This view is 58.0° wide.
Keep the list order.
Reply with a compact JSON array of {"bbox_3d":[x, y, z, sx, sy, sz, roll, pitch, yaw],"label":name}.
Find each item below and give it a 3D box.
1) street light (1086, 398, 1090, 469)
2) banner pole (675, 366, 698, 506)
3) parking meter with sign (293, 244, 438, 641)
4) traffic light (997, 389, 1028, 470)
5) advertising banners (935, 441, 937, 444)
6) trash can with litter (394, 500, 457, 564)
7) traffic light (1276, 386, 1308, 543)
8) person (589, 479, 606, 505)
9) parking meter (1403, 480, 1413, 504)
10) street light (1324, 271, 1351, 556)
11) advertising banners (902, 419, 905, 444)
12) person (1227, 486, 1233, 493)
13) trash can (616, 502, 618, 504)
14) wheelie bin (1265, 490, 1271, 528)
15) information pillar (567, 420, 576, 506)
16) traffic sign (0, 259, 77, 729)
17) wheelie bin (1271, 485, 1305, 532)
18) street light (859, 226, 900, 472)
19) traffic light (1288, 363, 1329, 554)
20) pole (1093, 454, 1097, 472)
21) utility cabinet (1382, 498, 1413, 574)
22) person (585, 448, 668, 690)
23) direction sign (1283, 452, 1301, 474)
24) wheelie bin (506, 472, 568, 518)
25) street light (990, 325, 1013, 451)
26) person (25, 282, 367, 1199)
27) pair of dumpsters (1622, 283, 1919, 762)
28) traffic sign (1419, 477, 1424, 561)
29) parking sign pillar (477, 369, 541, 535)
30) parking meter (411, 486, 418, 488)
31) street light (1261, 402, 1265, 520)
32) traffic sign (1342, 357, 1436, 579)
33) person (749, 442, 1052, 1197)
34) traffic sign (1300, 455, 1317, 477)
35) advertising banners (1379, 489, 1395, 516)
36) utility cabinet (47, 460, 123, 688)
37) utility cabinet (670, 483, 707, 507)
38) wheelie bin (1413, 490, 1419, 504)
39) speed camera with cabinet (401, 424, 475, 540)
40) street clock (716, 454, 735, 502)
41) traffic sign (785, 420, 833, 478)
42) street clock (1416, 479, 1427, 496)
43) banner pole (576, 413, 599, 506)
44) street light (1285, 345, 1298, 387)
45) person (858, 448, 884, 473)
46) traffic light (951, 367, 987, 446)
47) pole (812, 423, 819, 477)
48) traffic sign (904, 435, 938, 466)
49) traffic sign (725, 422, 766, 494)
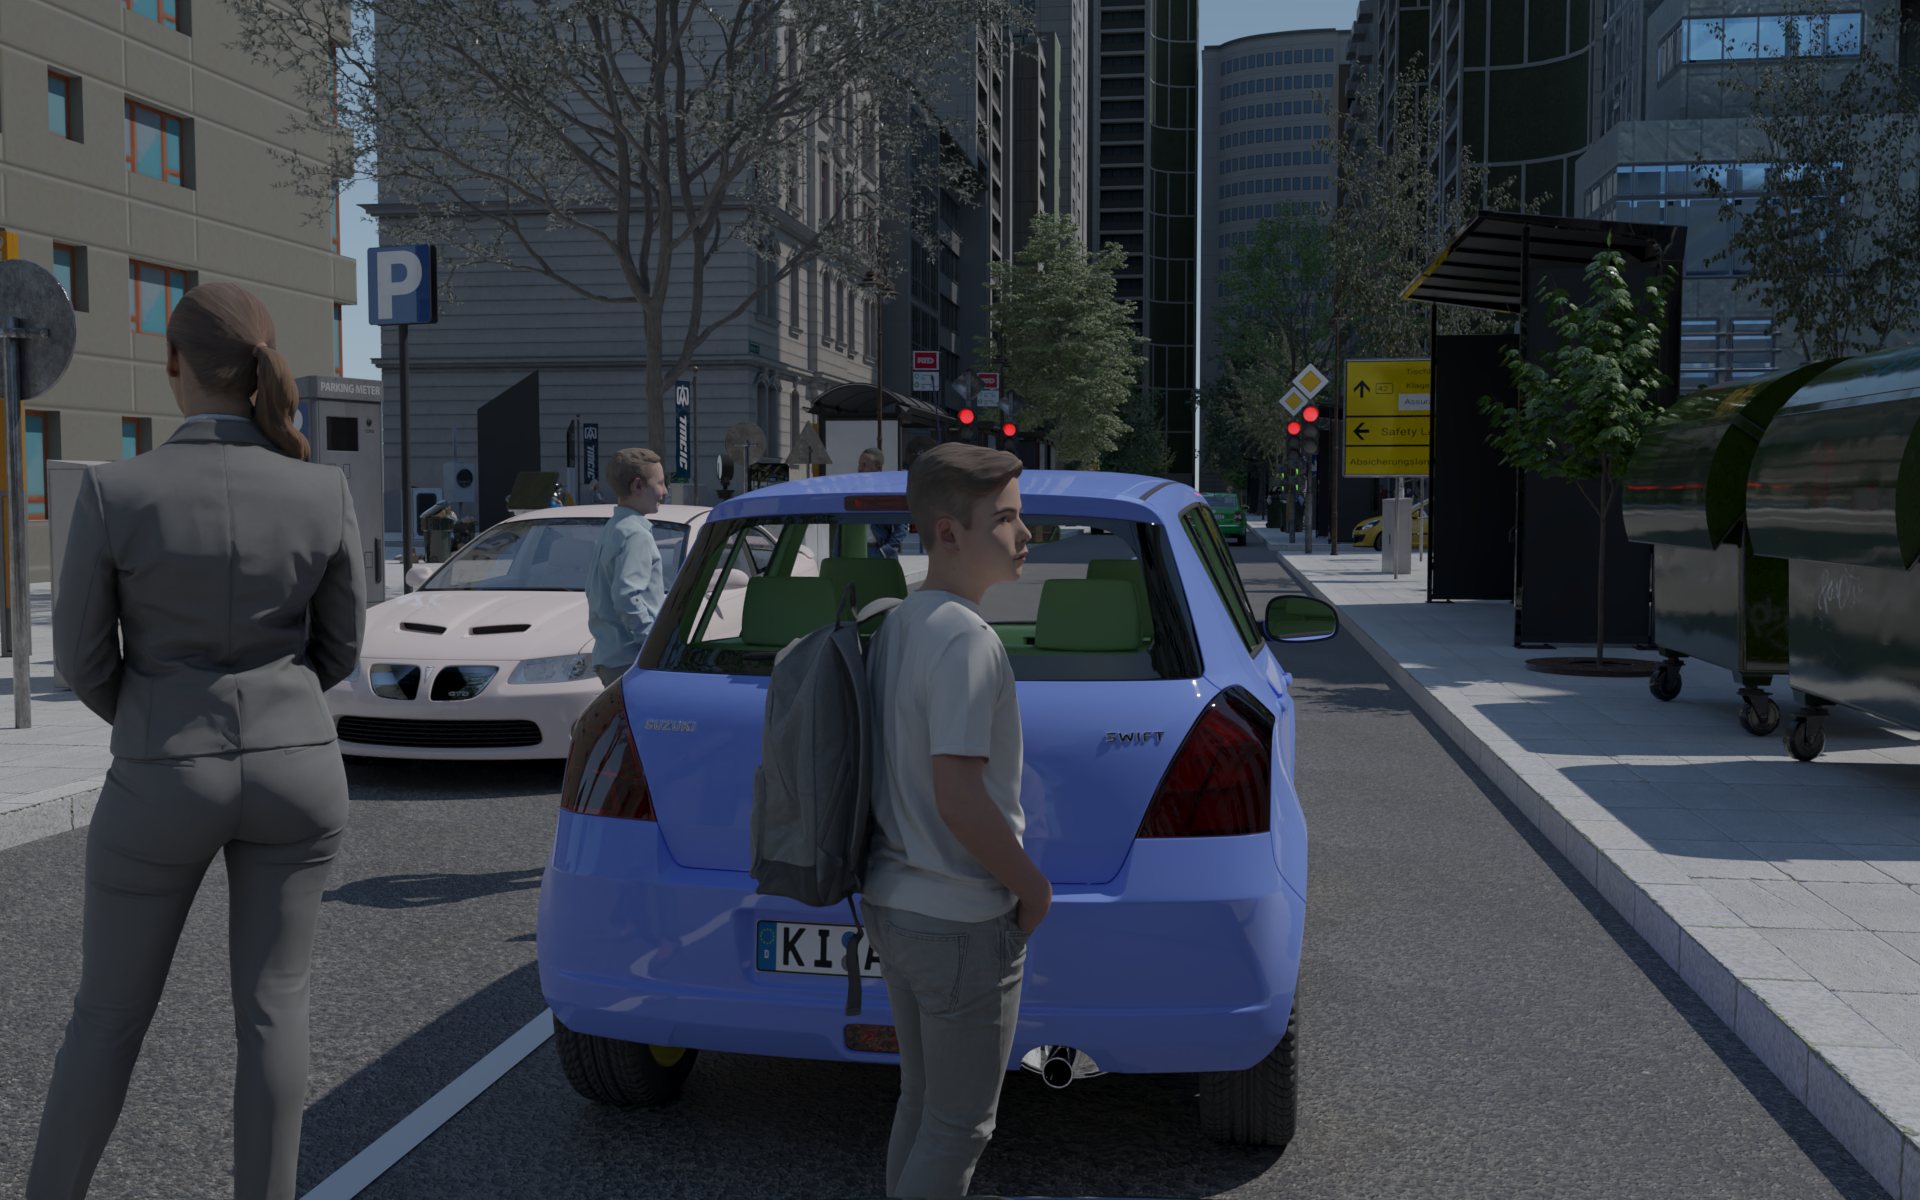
[{"bbox_3d":[5.935,-6.589,80.521,0.468,5.910,1.993,1,4,8],"label":"street light"},{"bbox_3d":[-5.299,-2.678,33.796,0.401,3.779,0.863,2,4,28],"label":"banner pole"},{"bbox_3d":[-4.235,-0.932,11.500,0.543,3.016,1.738,1,4,22],"label":"parking meter with sign"},{"bbox_3d":[1.374,-3.503,46.187,0.839,4.253,0.868,1,4,8],"label":"traffic light"},{"bbox_3d":[-1.495,-3.685,56.436,2.074,3.025,0.090,-3,5,-44],"label":"advertising banners"},{"bbox_3d":[-9.902,-1.265,32.076,1.055,1.170,0.624,-2,4,-35],"label":"trash can with litter"},{"bbox_3d":[8.659,-3.438,45.130,0.839,4.253,0.868,1,4,8],"label":"traffic light"},{"bbox_3d":[-8.971,-2.101,43.038,0.526,1.800,0.537,2,4,33],"label":"person"},{"bbox_3d":[18.075,-3.932,70.004,0.399,1.863,0.255,0,4,-8],"label":"parking meter"},{"bbox_3d":[7.821,-3.868,36.030,0.468,5.910,1.993,1,4,8],"label":"street light"},{"bbox_3d":[-2.055,-2.580,38.371,2.074,3.025,0.090,2,4,34],"label":"advertising banners"},{"bbox_3d":[9.944,-3.350,63.944,0.731,1.740,0.598,3,5,41],"label":"person"},{"bbox_3d":[-5.577,-1.123,30.020,0.748,1.137,0.748,0,3,0],"label":"trash can"},{"bbox_3d":[11.895,-3.495,65.055,0.693,1.594,0.980,2,4,34],"label":"wheelie bin"},{"bbox_3d":[-12.174,-3.847,54.255,0.183,3.616,0.504,1,4,9],"label":"information pillar"},{"bbox_3d":[-5.136,-0.569,9.417,0.768,2.556,0.104,1,4,14],"label":"traffic sign"},{"bbox_3d":[11.190,-3.085,58.348,0.980,1.594,0.693,3,4,38],"label":"wheelie bin"},{"bbox_3d":[-1.397,-3.504,30.082,0.468,5.910,1.993,1,4,8],"label":"street light"},{"bbox_3d":[7.491,-2.955,37.230,0.839,4.253,0.868,1,4,8],"label":"traffic light"},{"bbox_3d":[6.096,-5.169,78.355,0.158,3.312,0.155,0,3,0],"label":"pole"},{"bbox_3d":[7.082,-1.037,28.122,0.306,1.237,1.020,0,4,3],"label":"utility cabinet"},{"bbox_3d":[-1.226,0.233,6.505,0.330,1.601,0.589,-1,4,-15],"label":"person"},{"bbox_3d":[16.703,-5.820,87.148,0.876,3.537,0.379,1,4,17],"label":"direction sign"},{"bbox_3d":[-5.948,-1.008,24.396,0.980,1.594,0.693,1,4,17],"label":"wheelie bin"},{"bbox_3d":[1.136,-4.565,47.422,0.468,5.910,1.993,1,4,8],"label":"street light"},{"bbox_3d":[-1.377,0.348,3.085,0.573,1.790,0.520,3,5,40],"label":"person"},{"bbox_3d":[4.610,-0.374,8.607,1.574,2.255,4.437,1,4,8],"label":"pair of dumpsters"},{"bbox_3d":[8.773,-1.882,32.894,0.606,2.300,0.079,1,4,13],"label":"traffic sign"},{"bbox_3d":[-9.756,-3.000,37.515,1.447,3.967,1.447,-1,4,-11],"label":"parking sign pillar"},{"bbox_3d":[-16.506,-2.693,52.439,0.372,1.533,0.369,0,3,0],"label":"parking meter"},{"bbox_3d":[15.160,-6.949,86.400,0.468,5.910,1.993,1,4,8],"label":"street light"},{"bbox_3d":[6.881,-1.960,25.912,2.265,3.308,0.079,1,4,12],"label":"traffic sign"},{"bbox_3d":[-0.045,0.509,2.781,0.503,1.515,0.523,3,4,38],"label":"person"},{"bbox_3d":[10.264,-3.102,50.824,0.768,2.556,0.104,1,4,13],"label":"traffic sign"},{"bbox_3d":[12.560,-3.374,51.354,0.090,3.025,2.074,3,5,44],"label":"advertising banners"},{"bbox_3d":[-5.643,-0.190,11.779,0.318,1.500,1.173,1,4,10],"label":"utility cabinet"},{"bbox_3d":[-5.635,-1.677,36.097,0.318,1.500,1.173,1,4,15],"label":"utility cabinet"},{"bbox_3d":[22.432,-4.782,86.095,0.693,1.594,0.980,1,4,10],"label":"wheelie bin"},{"bbox_3d":[-14.663,-3.323,48.667,0.660,3.252,2.038,3,5,40],"label":"speed camera with cabinet"},{"bbox_3d":[-4.242,-1.637,31.327,0.358,2.002,0.471,-1,4,-20],"label":"street clock"},{"bbox_3d":[-2.680,-1.872,30.605,0.884,2.594,0.081,1,4,12],"label":"traffic sign"},{"bbox_3d":[21.868,-4.745,82.153,0.471,2.002,0.358,0,4,1],"label":"street clock"},{"bbox_3d":[-11.604,-3.899,53.764,0.863,3.779,0.401,-2,4,-26],"label":"banner pole"},{"bbox_3d":[10.326,-4.951,53.735,0.468,5.910,1.993,1,4,8],"label":"street light"},{"bbox_3d":[-0.769,-0.320,13.923,0.721,1.800,0.419,1,4,18],"label":"person"},{"bbox_3d":[0.206,-3.019,38.287,0.839,4.253,0.868,1,4,8],"label":"traffic light"},{"bbox_3d":[-4.172,-3.442,50.120,0.158,3.312,0.155,0,3,0],"label":"pole"},{"bbox_3d":[-0.835,-2.278,37.355,0.768,2.556,0.104,1,4,13],"label":"traffic sign"},{"bbox_3d":[-3.796,-1.866,30.615,0.768,2.556,0.104,1,4,12],"label":"traffic sign"}]
